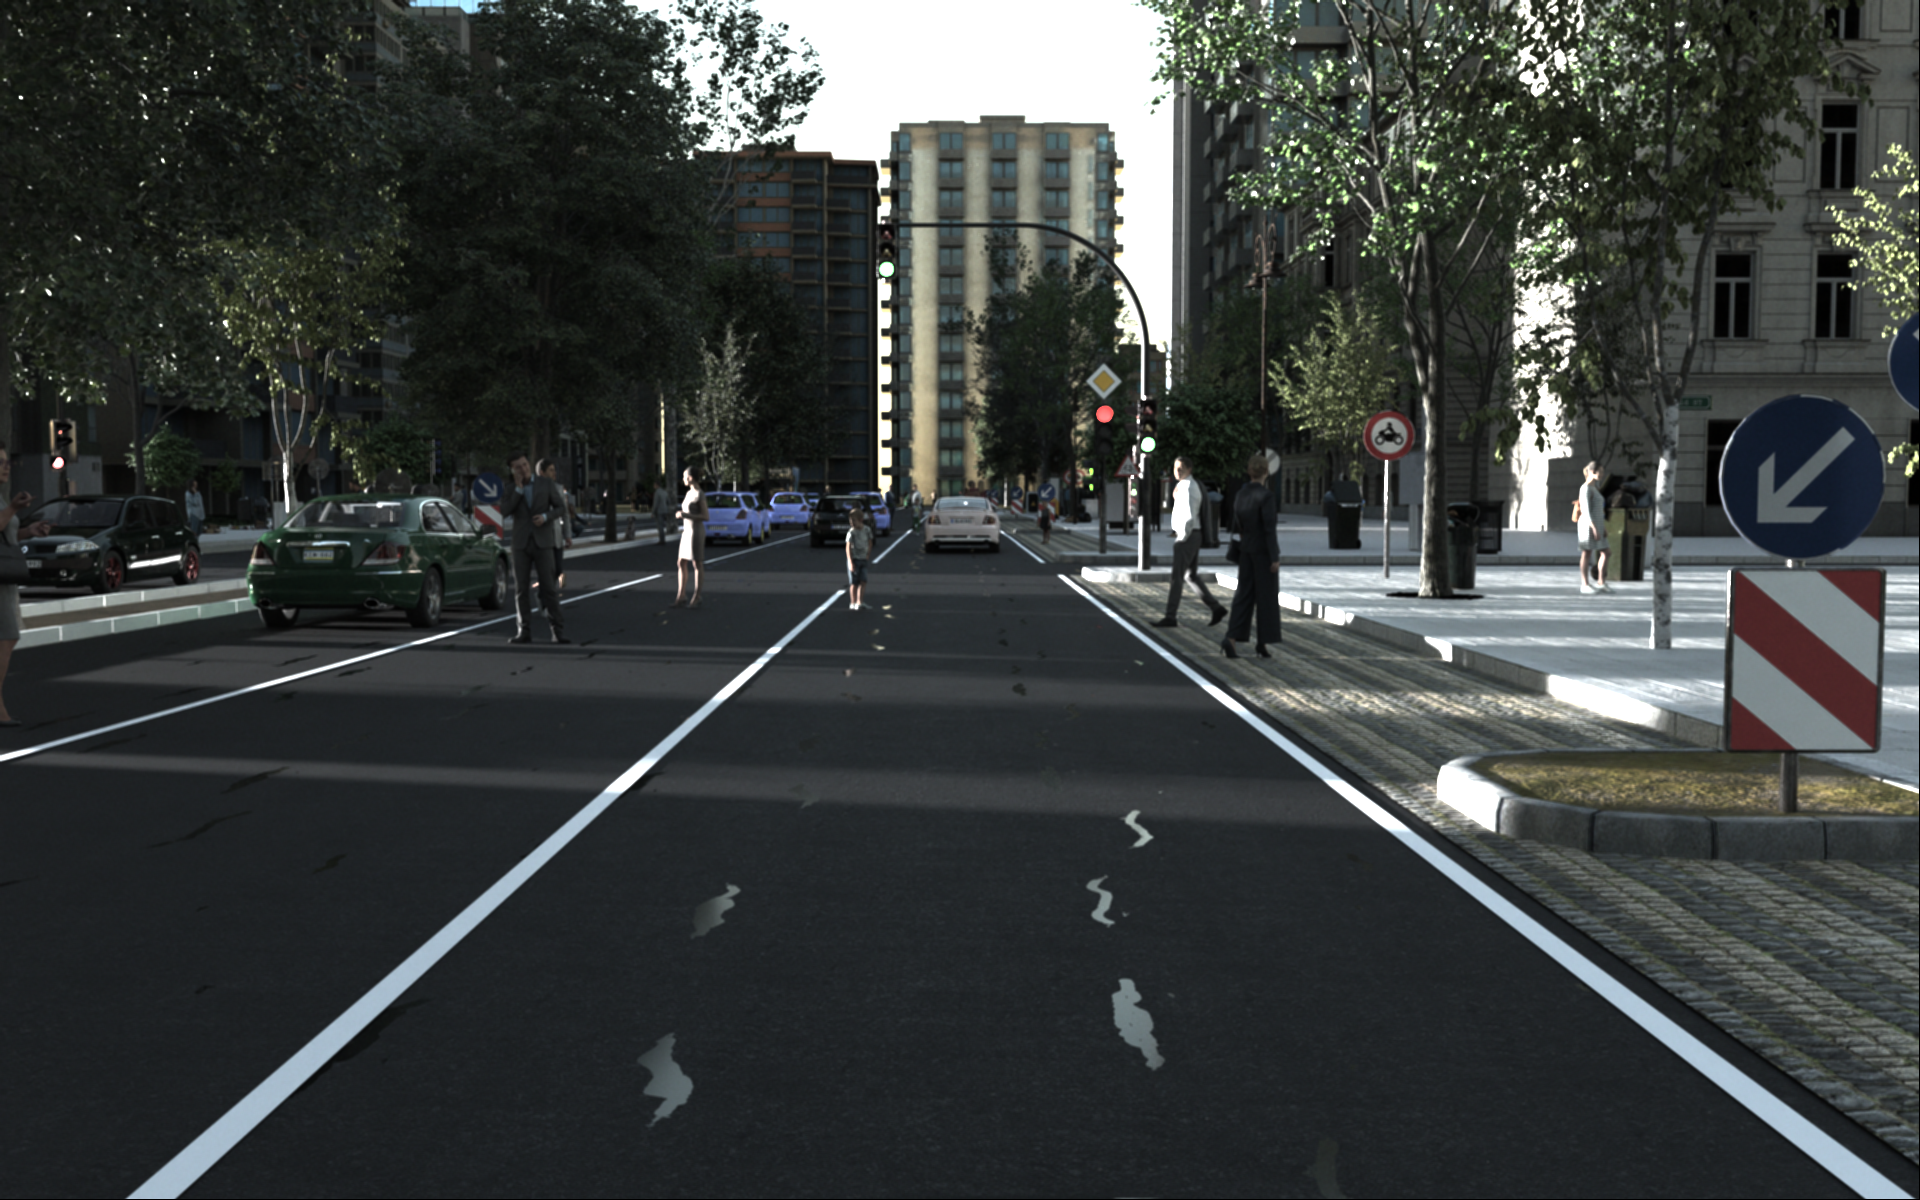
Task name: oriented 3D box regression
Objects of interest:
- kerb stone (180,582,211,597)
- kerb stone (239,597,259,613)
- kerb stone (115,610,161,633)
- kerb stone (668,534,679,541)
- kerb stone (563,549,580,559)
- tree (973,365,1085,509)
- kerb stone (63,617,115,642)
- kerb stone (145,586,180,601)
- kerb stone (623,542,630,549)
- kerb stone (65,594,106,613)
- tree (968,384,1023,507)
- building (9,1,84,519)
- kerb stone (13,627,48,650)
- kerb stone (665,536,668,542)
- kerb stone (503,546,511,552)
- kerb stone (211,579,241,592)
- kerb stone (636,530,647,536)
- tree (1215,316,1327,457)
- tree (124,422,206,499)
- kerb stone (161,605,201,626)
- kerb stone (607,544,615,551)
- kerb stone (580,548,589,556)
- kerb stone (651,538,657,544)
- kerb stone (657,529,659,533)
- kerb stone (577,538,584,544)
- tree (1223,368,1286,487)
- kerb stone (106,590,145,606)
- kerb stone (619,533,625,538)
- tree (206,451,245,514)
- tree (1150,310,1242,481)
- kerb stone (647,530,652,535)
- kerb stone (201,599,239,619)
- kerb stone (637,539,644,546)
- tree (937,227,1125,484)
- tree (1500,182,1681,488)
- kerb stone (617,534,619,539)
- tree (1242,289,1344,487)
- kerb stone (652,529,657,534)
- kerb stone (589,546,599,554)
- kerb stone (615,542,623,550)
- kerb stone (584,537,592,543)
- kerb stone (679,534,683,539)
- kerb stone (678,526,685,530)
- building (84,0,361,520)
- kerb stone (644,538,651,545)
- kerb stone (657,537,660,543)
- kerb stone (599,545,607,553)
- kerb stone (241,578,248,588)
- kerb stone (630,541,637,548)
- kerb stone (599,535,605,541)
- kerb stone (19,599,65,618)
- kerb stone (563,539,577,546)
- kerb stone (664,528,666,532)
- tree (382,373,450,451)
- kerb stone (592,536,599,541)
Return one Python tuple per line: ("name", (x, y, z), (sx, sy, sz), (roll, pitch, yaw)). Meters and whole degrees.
("kerb stone", (-10.881, -0.132, 24.443), (0.120, 0.150, 1.000), (0, 4, 0))
("kerb stone", (-8.766, 0.052, 21.348), (0.120, 0.150, 1.000), (0, 4, 0))
("kerb stone", (-8.748, 0.240, 18.270), (0.120, 0.150, 1.000), (0, 4, 0))
("kerb stone", (-8.921, -1.926, 53.687), (0.120, 0.150, 1.000), (0, 4, 0))
("kerb stone", (-8.847, -1.046, 39.326), (0.120, 0.150, 1.000), (0, 4, 0))
("tree", (5.748, -14.072, 147.086), (9.611, 12.733, 9.660), (0, 3, 0))
("kerb stone", (-8.748, 0.303, 17.248), (0.120, 0.150, 1.000), (0, 4, 0))
("kerb stone", (-10.873, -0.069, 23.421), (0.120, 0.150, 1.000), (0, 4, 0))
("kerb stone", (-8.879, -1.425, 45.491), (0.120, 0.150, 1.000), (0, 4, 0))
("kerb stone", (-10.868, 0.051, 21.367), (0.120, 0.150, 1.000), (0, 4, 0))
("tree", (4.719, -15.667, 174.278), (7.486, 12.596, 7.792), (0, 3, 0))
("building", (-43.197, -17.964, 65.421), (14.160, 30.474, 14.107), (0, 4, 0))
("kerb stone", (-8.748, 0.365, 16.226), (0.120, 0.150, 1.000), (0, 4, 0))
("kerb stone", (-8.916, -1.794, 51.643), (0.120, 0.150, 1.000), (0, 4, 0))
("kerb stone", (-10.968, -1.234, 42.400), (0.120, 0.150, 1.000), (0, 4, 0))
("kerb stone", (-10.883, -0.197, 25.465), (0.120, 0.150, 1.000), (0, 4, 0))
("kerb stone", (-11.053, -2.295, 59.852), (0.120, 0.150, 1.000), (0, 4, 0))
("tree", (15.237, -9.409, 88.250), (7.601, 10.594, 8.767), (0, 4, 4))
("tree", (-36.235, -5.824, 78.935), (4.285, 4.588, 4.351), (0, 3, 0))
("kerb stone", (-8.760, 0.177, 19.298), (0.120, 0.150, 1.000), (0, 4, 0))
("kerb stone", (-8.877, -1.294, 43.428), (0.120, 0.150, 1.000), (0, 4, 0))
("kerb stone", (-8.859, -1.110, 40.352), (0.120, 0.150, 1.000), (0, 4, 0))
("kerb stone", (-8.902, -1.676, 49.598), (0.120, 0.150, 1.000), (0, 4, 0))
("kerb stone", (-11.066, -2.490, 62.928), (0.120, 0.150, 1.000), (0, 4, 0))
("kerb stone", (-10.996, -1.675, 49.585), (0.120, 0.150, 1.000), (0, 4, 0))
("tree", (15.767, -8.829, 94.720), (4.360, 8.622, 3.978), (0, 3, 0))
("kerb stone", (-10.868, -0.012, 22.394), (0.120, 0.150, 1.000), (0, 4, 0))
("kerb stone", (-11.036, -2.112, 56.779), (0.120, 0.150, 1.000), (0, 4, 0))
("tree", (-33.214, -5.118, 78.286), (1.663, 3.219, 1.824), (0, 3, 0))
("tree", (9.649, -7.326, 70.147), (4.737, 8.622, 4.395), (0, 3, 0))
("kerb stone", (-11.054, -2.365, 60.874), (0.120, 0.150, 1.000), (0, 4, 0))
("kerb stone", (-8.756, 0.115, 20.320), (0.120, 0.150, 1.000), (0, 4, 0))
("kerb stone", (-8.891, -1.545, 47.548), (0.120, 0.150, 1.000), (0, 4, 0))
("tree", (4.545, -16.343, 123.098), (12.611, 20.169, 13.585), (0, 3, 0))
("tree", (14.847, -5.507, 40.397), (4.360, 8.622, 3.978), (0, 3, 0))
("kerb stone", (-11.025, -1.990, 54.725), (0.120, 0.150, 1.000), (0, 4, 0))
("tree", (13.121, -6.732, 60.433), (4.737, 8.622, 4.395), (0, 3, 0))
("kerb stone", (-11.062, -2.428, 61.896), (0.120, 0.150, 1.000), (0, 4, 0))
("kerb stone", (-8.858, -1.169, 41.374), (0.120, 0.150, 1.000), (0, 4, 0))
("kerb stone", (-8.873, -1.352, 44.457), (0.120, 0.150, 1.000), (0, 4, 0))
("kerb stone", (-11.000, -1.734, 50.622), (0.120, 0.150, 1.000), (0, 4, 0))
("kerb stone", (-8.918, -1.988, 54.713), (0.120, 0.150, 1.000), (0, 4, 0))
("kerb stone", (-11.091, -2.866, 69.067), (0.120, 0.150, 1.000), (0, 4, 0))
("building", (-46.580, -26.898, 94.401), (22.147, 44.769, 28.867), (0, 4, 0))
("kerb stone", (-8.893, -1.611, 48.575), (0.120, 0.150, 1.000), (0, 4, 0))
("kerb stone", (-8.901, -1.739, 50.620), (0.120, 0.150, 1.000), (0, 4, 0))
("kerb stone", (-8.865, -1.236, 42.399), (0.120, 0.150, 1.000), (0, 4, 0))
("kerb stone", (-10.894, -0.260, 26.496), (0.120, 0.150, 1.000), (0, 4, 0))
("kerb stone", (-8.888, -1.485, 46.519), (0.120, 0.150, 1.000), (0, 4, 0))
("kerb stone", (-11.015, -1.864, 52.669), (0.120, 0.150, 1.000), (0, 4, 0))
("kerb stone", (-10.862, 0.117, 20.346), (0.120, 0.150, 1.000), (0, 4, 0))
("kerb stone", (-10.990, -1.613, 48.563), (0.120, 0.150, 1.000), (0, 4, 0))
("kerb stone", (-11.069, -2.552, 63.954), (0.120, 0.150, 1.000), (0, 4, 0))
("tree", (-31.751, -9.216, 101.042), (4.360, 8.622, 3.978), (0, 3, 0))
("kerb stone", (-11.011, -1.801, 51.644), (0.120, 0.150, 1.000), (0, 4, 0))
